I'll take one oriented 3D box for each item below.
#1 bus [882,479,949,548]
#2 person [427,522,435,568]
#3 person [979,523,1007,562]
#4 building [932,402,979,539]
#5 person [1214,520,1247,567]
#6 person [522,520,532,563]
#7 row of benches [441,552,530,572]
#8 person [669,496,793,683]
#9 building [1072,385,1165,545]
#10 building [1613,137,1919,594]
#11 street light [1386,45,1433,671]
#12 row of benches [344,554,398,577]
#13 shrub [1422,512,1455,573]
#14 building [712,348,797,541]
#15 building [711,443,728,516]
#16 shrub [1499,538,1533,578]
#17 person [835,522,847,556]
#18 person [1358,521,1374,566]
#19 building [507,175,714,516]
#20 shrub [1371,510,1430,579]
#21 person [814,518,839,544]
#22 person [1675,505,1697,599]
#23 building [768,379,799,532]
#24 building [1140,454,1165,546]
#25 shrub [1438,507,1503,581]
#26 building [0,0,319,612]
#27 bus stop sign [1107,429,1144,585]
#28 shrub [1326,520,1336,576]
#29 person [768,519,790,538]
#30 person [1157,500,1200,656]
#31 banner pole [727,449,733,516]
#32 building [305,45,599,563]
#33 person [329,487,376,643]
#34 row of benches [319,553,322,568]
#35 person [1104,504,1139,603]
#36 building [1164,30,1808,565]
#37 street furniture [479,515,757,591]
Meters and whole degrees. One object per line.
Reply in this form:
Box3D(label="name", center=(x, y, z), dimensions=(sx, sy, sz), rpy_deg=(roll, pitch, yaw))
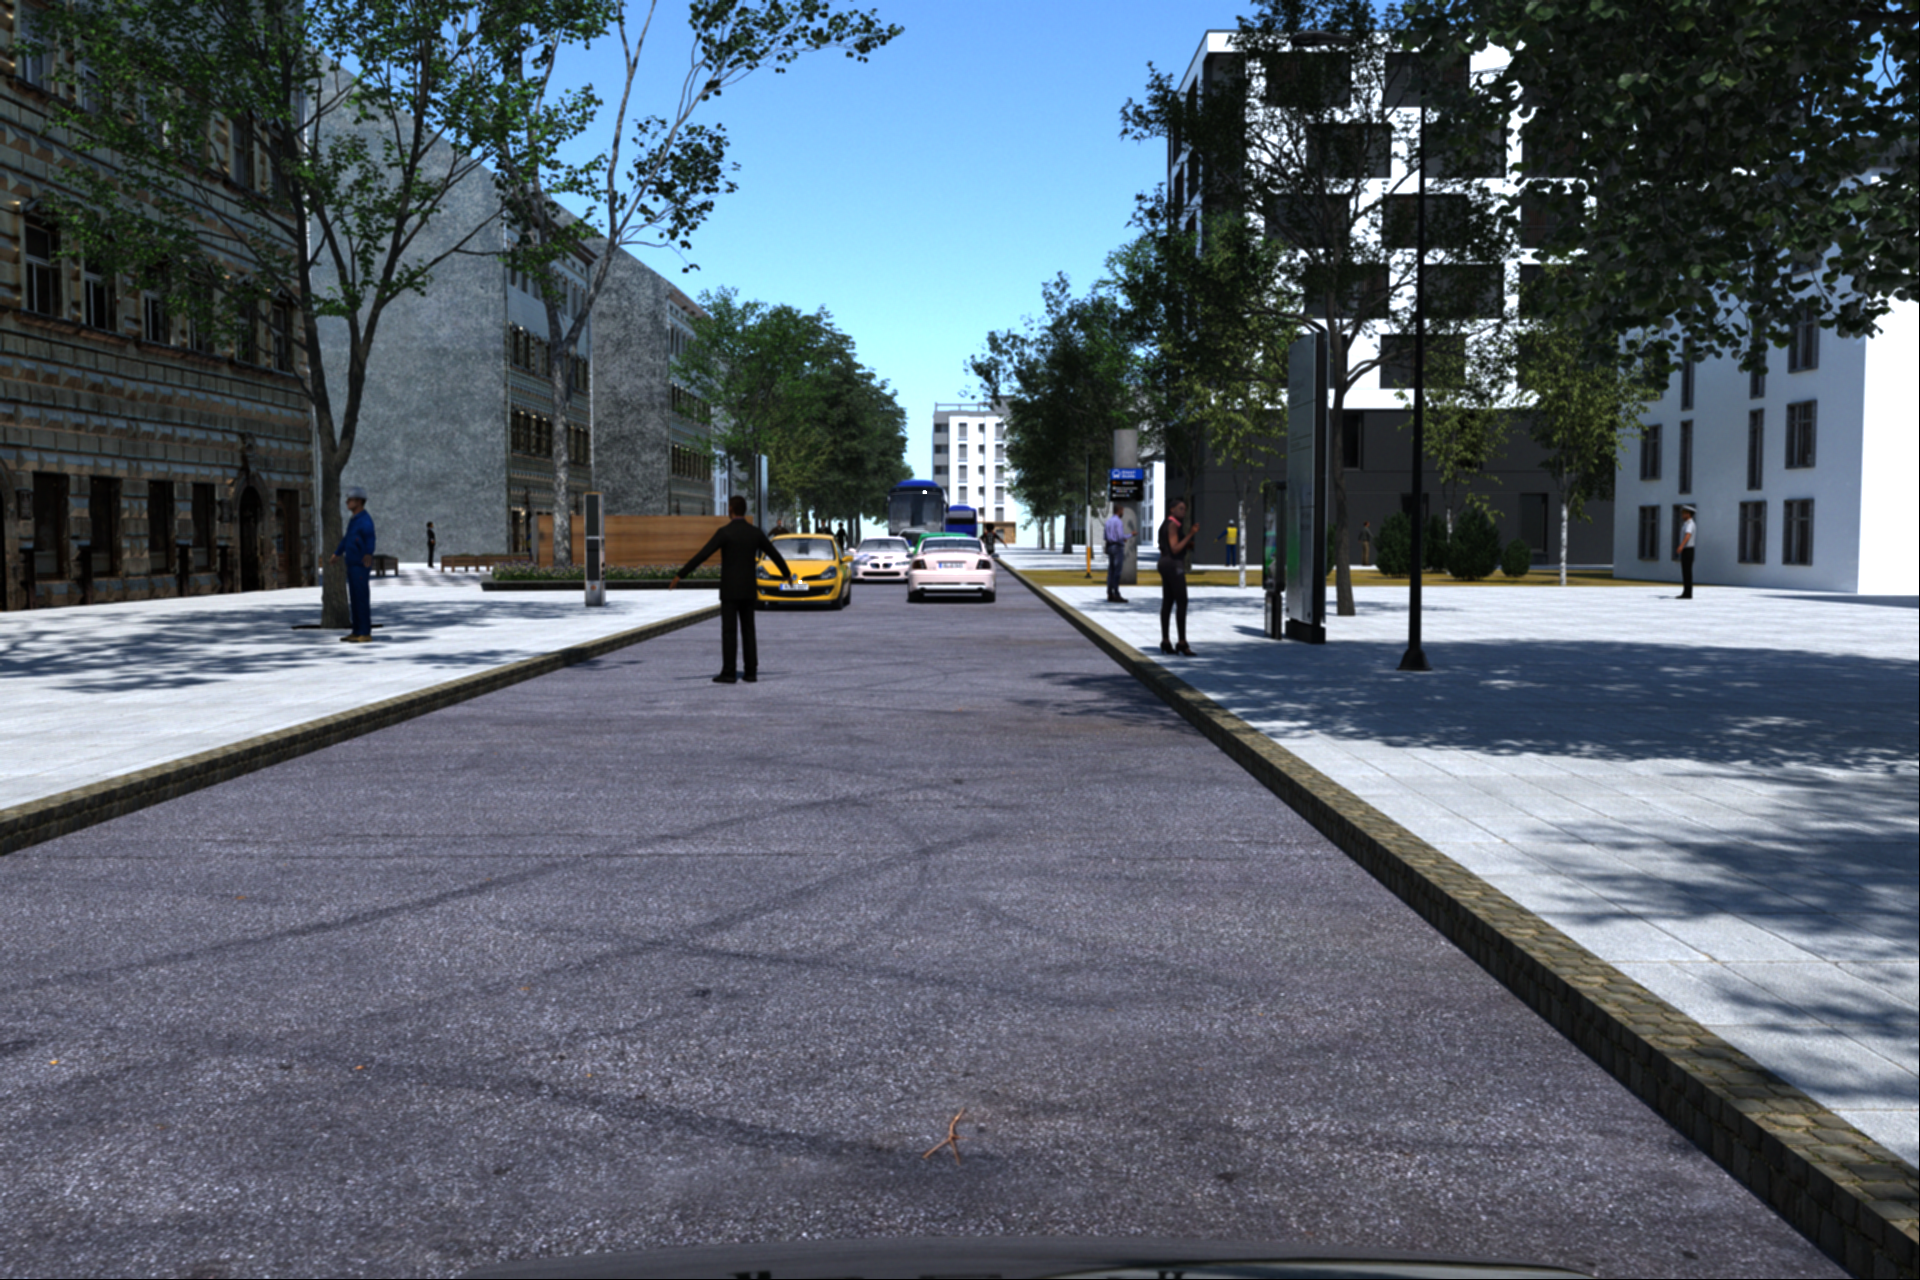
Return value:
Box3D(label="bus", center=(-1.908, -5.514, 81.695), dimensions=(2.896, 3.916, 12.251), rpy_deg=(0, 4, 0))
Box3D(label="person", center=(-19.844, -3.578, 65.219), dimensions=(0.721, 1.740, 1.216), rpy_deg=(-1, 4, -15))
Box3D(label="person", center=(1.055, -3.270, 62.068), dimensions=(1.345, 1.843, 0.704), rpy_deg=(-1, 4, -9))
Box3D(label="building", center=(-3.547, -23.253, 239.059), dimensions=(11.380, 20.090, 16.016), rpy_deg=(0, 4, -1))
Box3D(label="person", center=(10.675, -3.809, 68.241), dimensions=(1.349, 1.833, 0.705), rpy_deg=(-1, 4, -9))
Box3D(label="person", center=(-13.084, -2.835, 52.820), dimensions=(0.721, 1.772, 1.216), rpy_deg=(0, 4, 6))
Box3D(label="row of benches", center=(-15.979, -2.704, 59.666), dimensions=(1.422, 0.672, 4.104), rpy_deg=(3, 4, 36))
Box3D(label="person", center=(-2.161, -0.493, 16.750), dimensions=(1.346, 1.802, 0.704), rpy_deg=(-3, 4, -37))
Box3D(label="building", center=(22.684, -21.220, 213.405), dimensions=(16.747, 18.905, 31.486), rpy_deg=(0, 4, 0))
Box3D(label="building", center=(23.729, -5.798, 36.952), dimensions=(9.099, 9.664, 28.070), rpy_deg=(0, 4, 0))
Box3D(label="street light", center=(4.830, -2.668, 16.160), dimensions=(1.470, 5.913, 1.316), rpy_deg=(0, 4, 0))
Box3D(label="row of benches", center=(-17.890, -2.229, 51.903), dimensions=(1.422, 0.672, 4.104), rpy_deg=(0, 4, 5))
Box3D(label="shrub", center=(15.806, -3.241, 57.411), dimensions=(1.690, 2.028, 1.600), rpy_deg=(0, 3, 0))
Box3D(label="building", center=(-28.324, -22.042, 191.320), dimensions=(19.493, 23.208, 18.063), rpy_deg=(0, 4, 0))
Box3D(label="building", center=(-26.655, -13.724, 166.536), dimensions=(9.099, 9.664, 28.070), rpy_deg=(0, 4, 1))
Box3D(label="shrub", center=(16.425, -2.450, 51.167), dimensions=(1.383, 1.207, 1.383), rpy_deg=(0, 3, 0))
Box3D(label="person", center=(-5.266, -4.277, 76.121), dimensions=(0.705, 1.806, 1.347), rpy_deg=(2, 4, 26))
Box3D(label="person", center=(16.321, -3.868, 69.512), dimensions=(0.705, 1.796, 1.348), rpy_deg=(-1, 4, -18))
Box3D(label="building", center=(-27.024, -17.366, 114.857), dimensions=(19.493, 23.208, 18.063), rpy_deg=(0, 4, 0))
Box3D(label="shrub", center=(12.705, -2.786, 49.979), dimensions=(1.690, 2.028, 1.600), rpy_deg=(0, 3, 0))
Box3D(label="person", center=(-4.762, -3.321, 60.230), dimensions=(1.347, 1.837, 0.705), rpy_deg=(2, 4, 27))
Box3D(label="person", center=(14.398, -1.747, 34.360), dimensions=(0.704, 1.855, 1.343), rpy_deg=(2, 4, 27))
Box3D(label="building", center=(-25.435, -21.370, 205.827), dimensions=(16.016, 20.090, 11.380), rpy_deg=(0, 4, 0))
Box3D(label="building", center=(24.759, -14.638, 181.475), dimensions=(9.099, 9.664, 28.070), rpy_deg=(0, 4, 1))
Box3D(label="shrub", center=(13.859, -2.604, 46.998), dimensions=(1.690, 2.028, 1.600), rpy_deg=(0, 3, 0))
Box3D(label="building", center=(-24.902, -12.326, 32.466), dimensions=(19.493, 23.208, 18.063), rpy_deg=(0, 4, 0))
Box3D(label="bus stop sign", center=(4.177, -3.350, 43.787), dimensions=(0.837, 3.901, 0.837), rpy_deg=(0, 4, 0))
Box3D(label="shrub", center=(9.879, -2.727, 48.632), dimensions=(1.661, 2.075, 1.752), rpy_deg=(0, 3, 0))
Box3D(label="person", center=(-6.348, -3.355, 60.993), dimensions=(1.346, 1.812, 0.704), rpy_deg=(-1, 4, -14))
Box3D(label="person", center=(2.343, -0.665, 18.389), dimensions=(0.593, 1.643, 0.415), rpy_deg=(3, 5, 41))
Box3D(label="banner pole", center=(-6.822, -3.762, 51.524), dimensions=(0.401, 3.779, 0.863), rpy_deg=(0, 4, 2))
Box3D(label="building", center=(-29.225, -15.535, 84.923), dimensions=(19.493, 23.208, 18.063), rpy_deg=(0, 4, 0))
Box3D(label="person", center=(-7.169, -0.898, 20.558), dimensions=(0.705, 1.842, 1.347), rpy_deg=(-3, 4, -37))
Box3D(label="row of benches", center=(-22.190, -2.487, 56.127), dimensions=(4.104, 0.672, 1.422), rpy_deg=(-1, 4, -21))
Box3D(label="person", center=(3.044, -1.630, 32.565), dimensions=(0.599, 1.838, 0.709), rpy_deg=(-2, 4, -24))
Box3D(label="building", center=(23.965, -14.856, 86.869), dimensions=(27.936, 21.610, 32.646), rpy_deg=(0, 3, 0))
Box3D(label="street furniture", center=(-9.231, -2.161, 42.186), dimensions=(9.812, 1.723, 11.010), rpy_deg=(-1, 4, -16))
